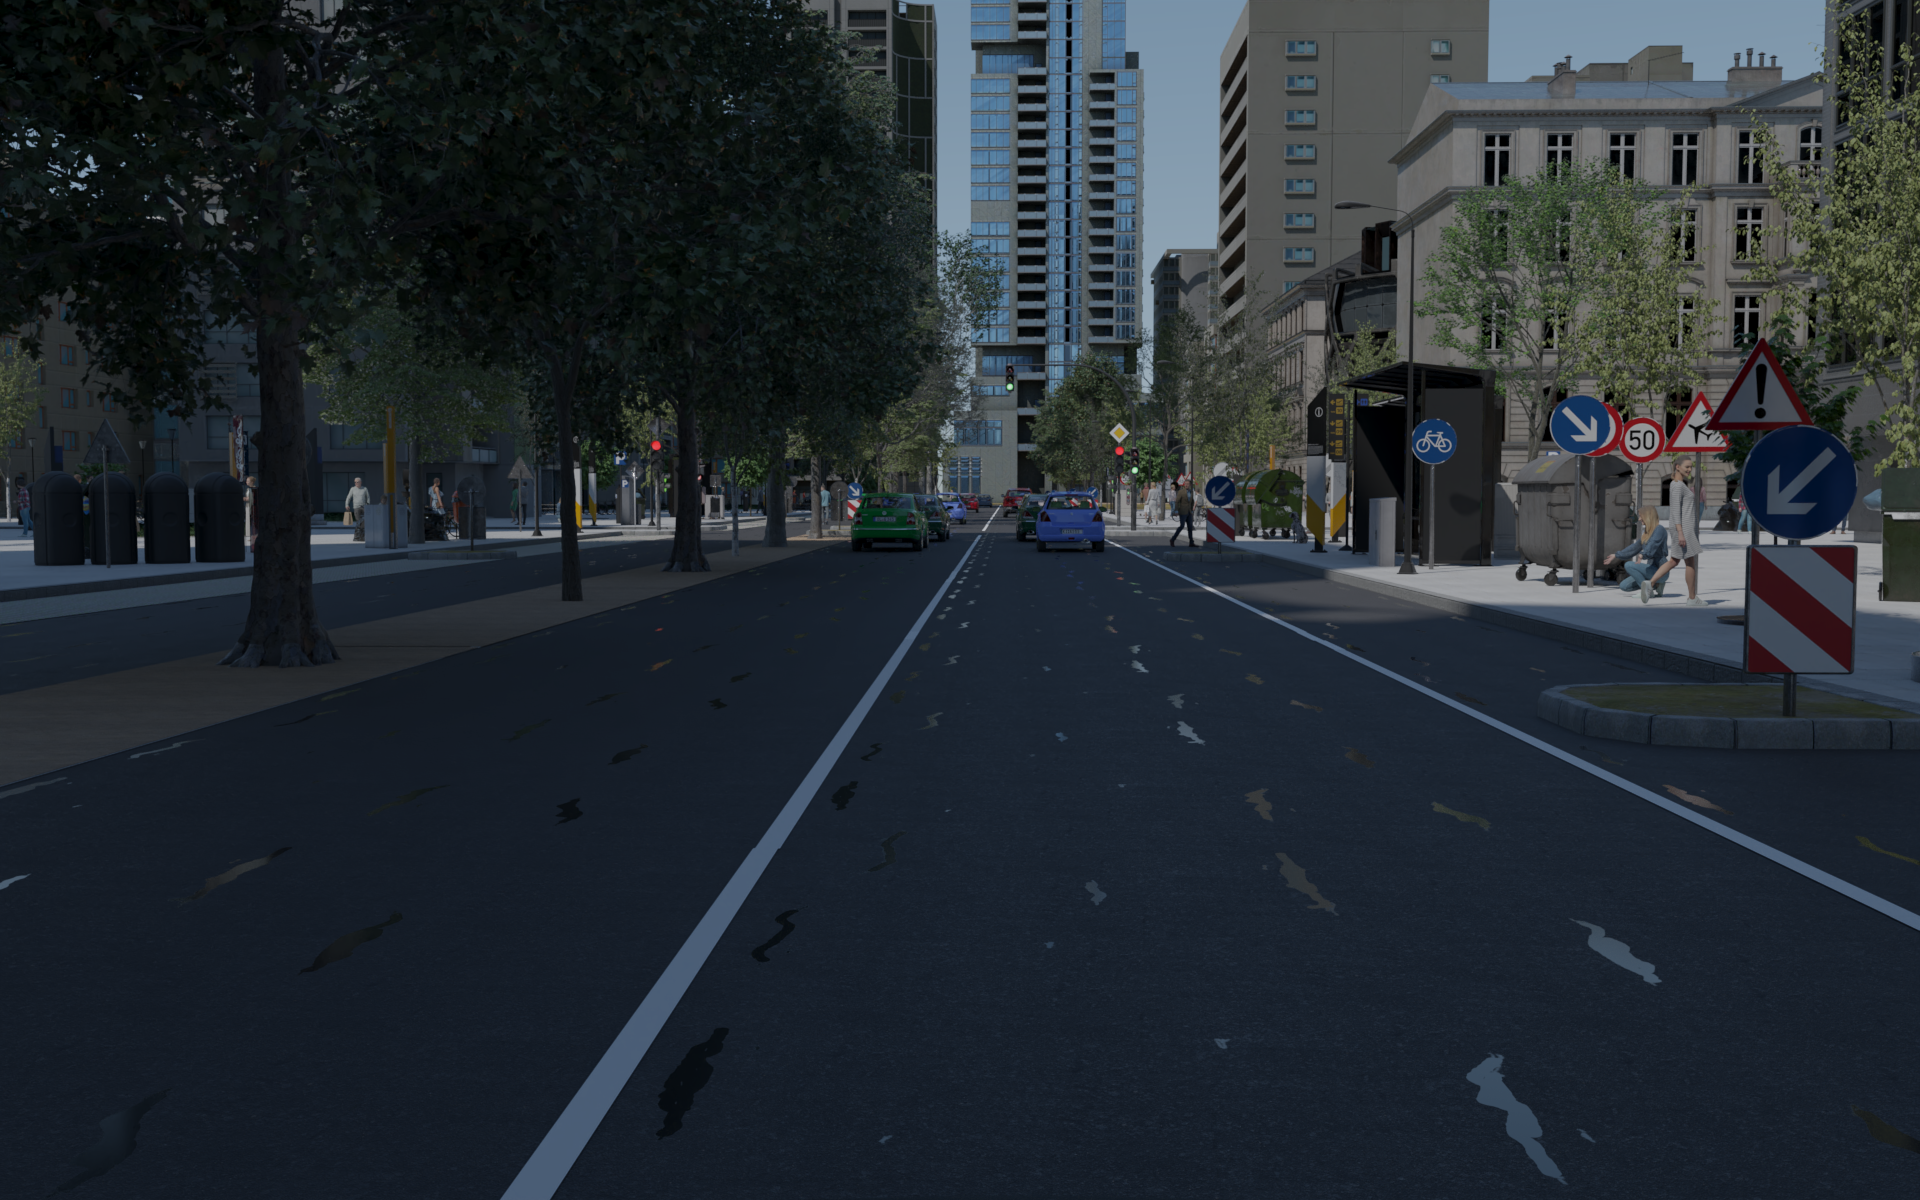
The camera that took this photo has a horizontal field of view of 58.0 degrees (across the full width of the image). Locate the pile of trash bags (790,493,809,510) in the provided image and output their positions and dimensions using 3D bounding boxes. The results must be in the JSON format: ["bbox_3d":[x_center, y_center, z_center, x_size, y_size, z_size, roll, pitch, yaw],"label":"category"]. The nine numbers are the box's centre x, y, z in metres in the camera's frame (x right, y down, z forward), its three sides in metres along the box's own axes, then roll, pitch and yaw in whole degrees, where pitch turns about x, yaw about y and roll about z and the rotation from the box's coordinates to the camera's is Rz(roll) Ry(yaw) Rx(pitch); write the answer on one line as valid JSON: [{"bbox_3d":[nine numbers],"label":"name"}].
[{"bbox_3d":[-12.870,-7.863,138.308,1.912,1.369,3.447,1,4,12],"label":"pile of trash bags"}]

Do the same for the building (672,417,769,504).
[{"bbox_3d":[-37.580,-21.315,193.534,28.899,21.520,27.650,0,4,2],"label":"building"}]

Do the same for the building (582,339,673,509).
[{"bbox_3d":[-34.779,-43.810,154.543,20.563,71.187,20.611,0,4,2],"label":"building"}]

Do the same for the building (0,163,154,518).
[{"bbox_3d":[-66.775,-15.530,98.960,28.899,21.520,27.650,0,4,2],"label":"building"}]

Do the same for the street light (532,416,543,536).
[{"bbox_3d":[-12.289,-4.882,52.368,1.470,5.913,1.316,0,4,2],"label":"street light"}]

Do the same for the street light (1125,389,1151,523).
[{"bbox_3d":[7.904,-6.390,77.022,1.470,5.913,1.316,0,4,2],"label":"street light"}]

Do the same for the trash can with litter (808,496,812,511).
[{"bbox_3d":[-11.117,-7.335,131.312,0.624,1.170,1.055,-1,4,-20],"label":"trash can with litter"}]

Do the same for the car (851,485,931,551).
[{"bbox_3d":[-1.770,-2.195,44.680,1.959,1.807,4.718,0,4,2],"label":"car"}]

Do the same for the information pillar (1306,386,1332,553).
[{"bbox_3d":[7.806,-2.846,37.891,0.183,3.616,0.504,-3,4,-38],"label":"information pillar"}]

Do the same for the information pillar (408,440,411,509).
[{"bbox_3d":[-19.557,-4.333,62.197,0.504,3.616,0.183,1,4,9],"label":"information pillar"}]

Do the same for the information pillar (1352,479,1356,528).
[{"bbox_3d":[12.478,-3.045,54.286,0.304,2.012,0.304,2,4,28],"label":"information pillar"}]

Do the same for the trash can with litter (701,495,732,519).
[{"bbox_3d":[-12.818,-4.696,87.835,2.233,1.210,1.678,-2,4,-32],"label":"trash can with litter"}]

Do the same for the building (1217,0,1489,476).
[{"bbox_3d":[36.400,-33.043,163.951,21.300,48.544,21.600,0,4,2],"label":"building"}]

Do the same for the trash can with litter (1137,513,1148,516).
[{"bbox_3d":[11.192,-5.564,102.036,2.233,1.210,1.678,-1,4,-21],"label":"trash can with litter"}]

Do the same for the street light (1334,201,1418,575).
[{"bbox_3d":[6.633,-3.368,27.605,1.470,5.913,1.316,0,4,2],"label":"street light"}]

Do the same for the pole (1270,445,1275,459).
[{"bbox_3d":[13.075,-4.815,72.562,0.158,3.312,0.155,0,3,0],"label":"pole"}]

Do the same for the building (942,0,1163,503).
[{"bbox_3d":[13.334,-57.418,251.460,31.000,86.520,22.319,0,4,2],"label":"building"}]

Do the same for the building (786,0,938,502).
[{"bbox_3d":[-13.894,-49.690,250.680,20.611,71.187,20.563,0,4,2],"label":"building"}]

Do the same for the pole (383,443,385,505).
[{"bbox_3d":[-22.981,-4.622,69.411,0.158,3.312,0.155,0,3,0],"label":"pole"}]

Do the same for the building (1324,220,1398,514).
[{"bbox_3d":[32.492,-15.129,114.810,16.820,18.784,16.811,0,4,2],"label":"building"}]

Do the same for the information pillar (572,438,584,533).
[{"bbox_3d":[-12.645,-4.014,56.990,0.504,3.616,0.183,2,4,31],"label":"information pillar"}]

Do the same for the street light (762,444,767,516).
[{"bbox_3d":[-10.911,-7.907,101.824,1.470,5.913,1.316,0,4,2],"label":"street light"}]

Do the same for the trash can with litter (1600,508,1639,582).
[{"bbox_3d":[9.810,-0.861,25.464,0.624,1.170,1.055,0,4,-4],"label":"trash can with litter"}]

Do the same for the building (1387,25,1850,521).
[{"bbox_3d":[40.656,-16.448,88.014,34.723,24.649,14.460,0,4,2],"label":"building"}]

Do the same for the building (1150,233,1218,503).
[{"bbox_3d":[40.926,-34.498,255.920,23.993,40.220,32.217,0,4,2],"label":"building"}]

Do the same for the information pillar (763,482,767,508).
[{"bbox_3d":[-12.990,-7.623,115.991,0.504,3.616,0.183,-3,4,-38],"label":"information pillar"}]

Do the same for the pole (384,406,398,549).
[{"bbox_3d":[-13.185,-2.836,40.208,0.158,3.312,0.155,0,3,0],"label":"pole"}]

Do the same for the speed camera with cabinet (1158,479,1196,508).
[{"bbox_3d":[13.161,-6.741,104.544,2.038,3.252,0.660,0,4,-2],"label":"speed camera with cabinet"}]

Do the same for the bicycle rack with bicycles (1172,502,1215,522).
[{"bbox_3d":[11.215,-4.072,79.958,2.925,0.926,2.852,0,4,-6],"label":"bicycle rack with bicycles"}]

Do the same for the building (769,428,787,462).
[{"bbox_3d":[-34.982,-38.446,252.286,21.600,48.544,21.300,0,4,2],"label":"building"}]

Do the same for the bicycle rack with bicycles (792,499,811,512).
[{"bbox_3d":[-12.063,-6.717,123.199,2.925,0.926,2.852,-3,5,-41],"label":"bicycle rack with bicycles"}]

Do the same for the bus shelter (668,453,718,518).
[{"bbox_3d":[-14.981,-6.495,97.473,1.731,3.624,6.357,0,4,2],"label":"bus shelter"}]

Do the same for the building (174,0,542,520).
[{"bbox_3d":[-30.624,-24.800,89.083,14.154,41.232,14.086,0,4,2],"label":"building"}]

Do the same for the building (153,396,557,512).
[{"bbox_3d":[-40.110,-30.564,119.333,23.786,49.044,30.456,0,4,2],"label":"building"}]

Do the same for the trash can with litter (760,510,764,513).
[{"bbox_3d":[-12.484,-6.225,113.173,1.055,1.170,0.624,-1,4,-20],"label":"trash can with litter"}]

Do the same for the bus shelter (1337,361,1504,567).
[{"bbox_3d":[8.753,-2.594,33.697,1.731,3.624,6.357,0,4,2],"label":"bus shelter"}]

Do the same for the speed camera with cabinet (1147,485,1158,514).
[{"bbox_3d":[12.629,-7.139,111.057,0.660,3.252,2.038,2,4,35],"label":"speed camera with cabinet"}]

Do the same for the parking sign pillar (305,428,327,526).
[{"bbox_3d":[-26.782,-5.053,71.090,1.447,3.967,1.447,2,4,26],"label":"parking sign pillar"}]

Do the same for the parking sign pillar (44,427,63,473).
[{"bbox_3d":[-36.539,-4.976,69.830,1.447,3.967,1.447,-3,4,-38],"label":"parking sign pillar"}]

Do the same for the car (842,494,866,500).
[{"bbox_3d":[-5.825,-5.356,96.360,1.959,1.807,4.718,0,4,3],"label":"car"}]

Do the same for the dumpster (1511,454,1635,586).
[{"bbox_3d":[8.760,-1.162,24.752,1.264,1.857,1.865,0,4,1],"label":"dumpster"}]

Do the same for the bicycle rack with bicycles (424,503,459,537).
[{"bbox_3d":[-15.817,-2.383,52.349,2.925,0.926,2.852,3,4,38],"label":"bicycle rack with bicycles"}]

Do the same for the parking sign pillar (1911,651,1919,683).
[{"bbox_3d":[7.225,-1.411,11.542,1.447,3.967,1.447,-1,4,-19],"label":"parking sign pillar"}]

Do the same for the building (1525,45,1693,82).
[{"bbox_3d":[70.656,-34.791,192.529,21.600,48.544,21.300,0,4,2],"label":"building"}]

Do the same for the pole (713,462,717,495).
[{"bbox_3d":[-15.617,-7.127,110.375,0.158,3.312,0.155,0,3,0],"label":"pole"}]

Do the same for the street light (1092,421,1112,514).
[{"bbox_3d":[9.051,-8.396,109.819,1.470,5.913,1.316,0,4,2],"label":"street light"}]

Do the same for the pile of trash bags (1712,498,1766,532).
[{"bbox_3d":[27.168,-3.008,58.928,1.912,1.369,3.447,0,4,-2],"label":"pile of trash bags"}]

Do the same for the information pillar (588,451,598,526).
[{"bbox_3d":[-14.742,-4.779,69.485,0.183,3.616,0.504,-3,4,-38],"label":"information pillar"}]

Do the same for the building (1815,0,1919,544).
[{"bbox_3d":[28.794,-12.934,30.534,14.314,24.678,30.058,0,4,2],"label":"building"}]

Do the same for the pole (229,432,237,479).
[{"bbox_3d":[-24.064,-3.887,57.391,0.158,3.312,0.155,0,3,0],"label":"pole"}]

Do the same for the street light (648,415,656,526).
[{"bbox_3d":[-11.769,-5.901,69.019,1.470,5.913,1.316,0,4,2],"label":"street light"}]

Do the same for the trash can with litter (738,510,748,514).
[{"bbox_3d":[-14.642,-6.355,114.966,1.678,1.210,2.233,1,4,11],"label":"trash can with litter"}]

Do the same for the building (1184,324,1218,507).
[{"bbox_3d":[39.970,-21.122,190.379,27.650,21.520,28.899,0,4,2],"label":"building"}]

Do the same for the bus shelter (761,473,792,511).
[{"bbox_3d":[-13.940,-8.400,131.259,2.014,3.302,5.546,0,4,2],"label":"bus shelter"}]

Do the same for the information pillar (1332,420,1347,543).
[{"bbox_3d":[9.972,-3.322,45.676,0.504,3.616,0.183,-2,4,-33],"label":"information pillar"}]

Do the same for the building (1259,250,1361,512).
[{"bbox_3d":[29.620,-16.433,133.308,10.561,19.102,19.286,0,4,2],"label":"building"}]

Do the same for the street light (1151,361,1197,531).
[{"bbox_3d":[7.554,-5.374,60.408,1.470,5.913,1.316,0,4,2],"label":"street light"}]
